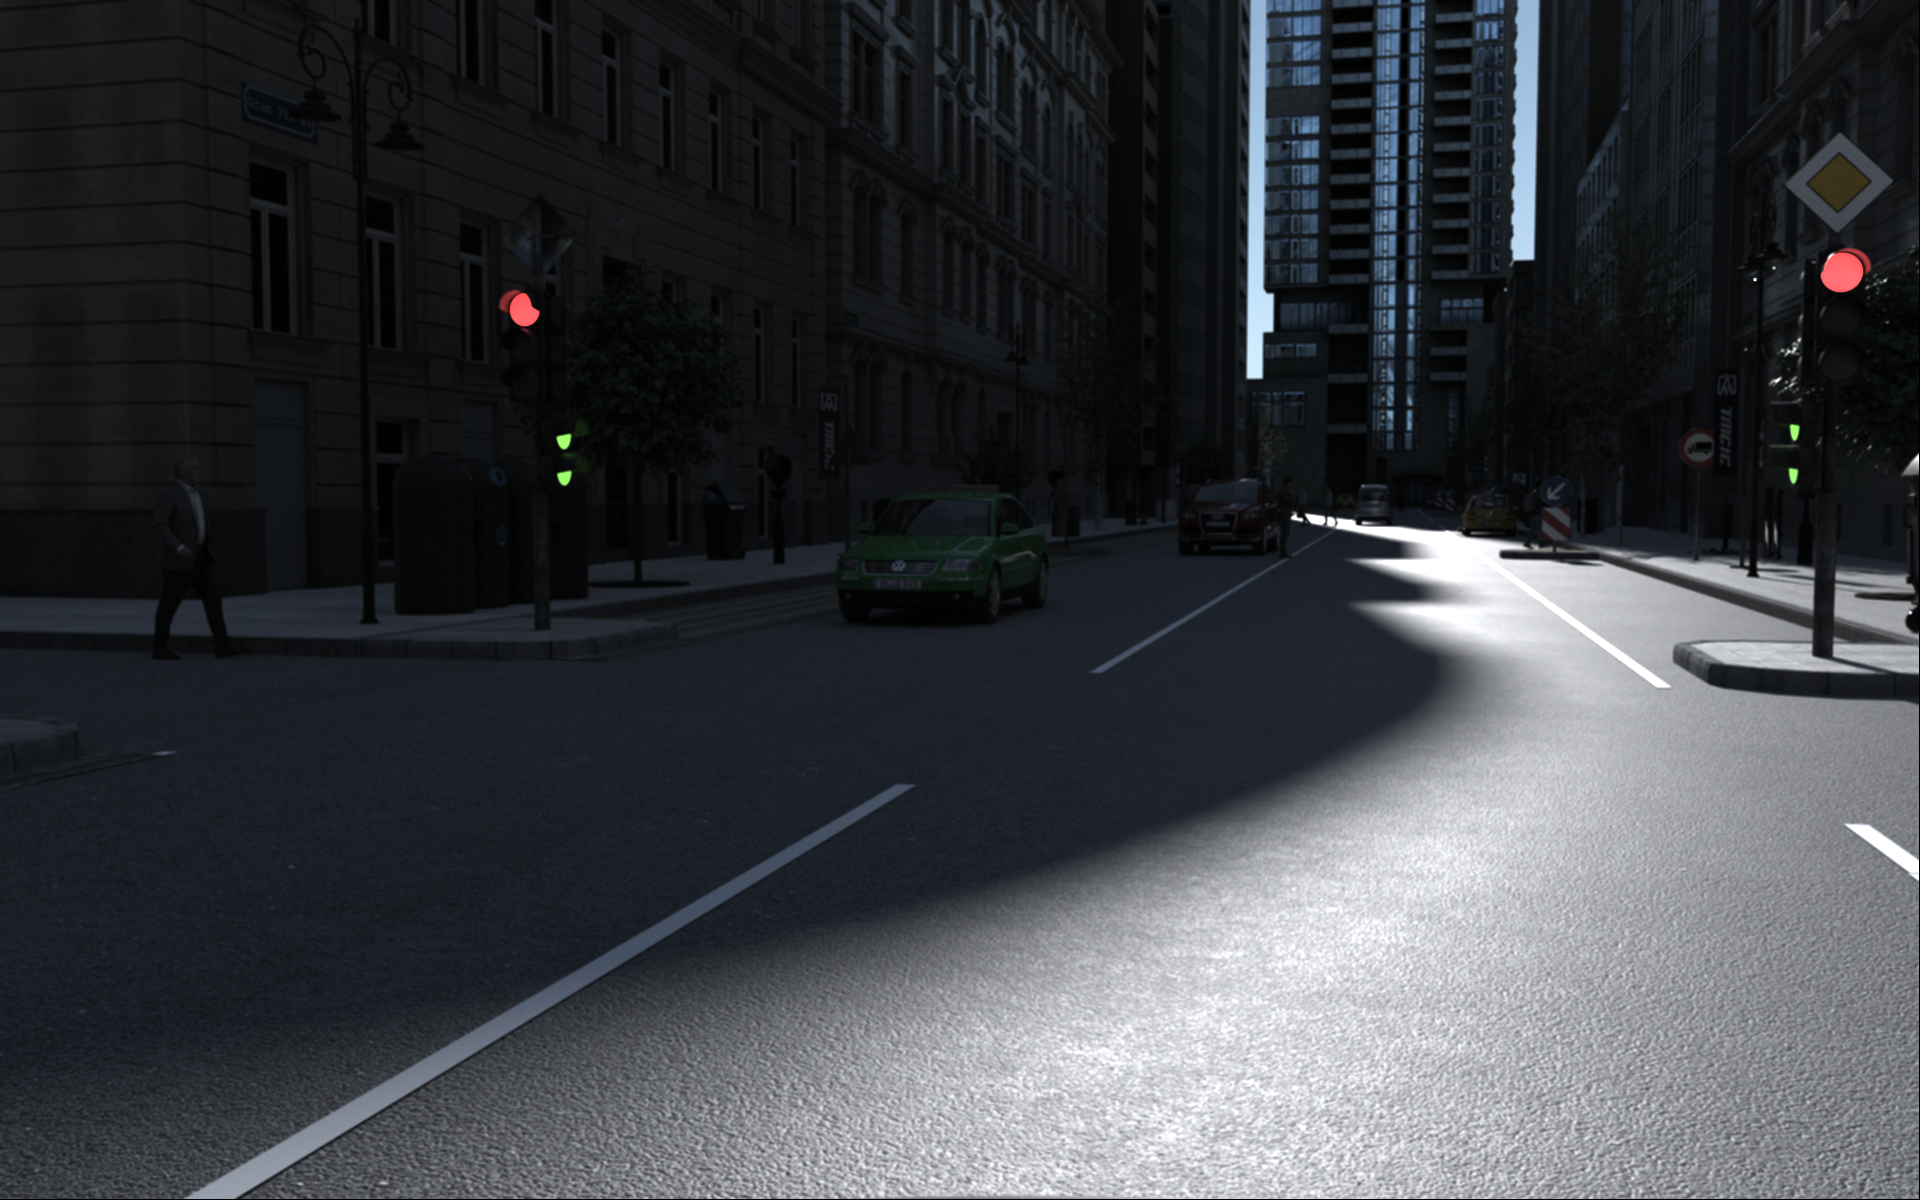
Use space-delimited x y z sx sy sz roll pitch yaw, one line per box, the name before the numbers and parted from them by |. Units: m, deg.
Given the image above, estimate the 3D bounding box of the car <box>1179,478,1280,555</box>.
car | 6.645 -2.063 42.405 2.281 1.827 5.304 1 4 16

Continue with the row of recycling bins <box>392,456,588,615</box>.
row of recycling bins | -5.388 -0.788 19.994 1.069 1.692 3.534 1 4 14

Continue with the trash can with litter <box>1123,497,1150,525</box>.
trash can with litter | 7.296 -3.680 71.554 1.055 1.170 0.624 0 4 -6

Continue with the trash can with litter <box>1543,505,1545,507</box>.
trash can with litter | 21.858 -3.235 64.281 1.055 1.170 0.624 1 4 18

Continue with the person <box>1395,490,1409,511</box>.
person | 36.649 -8.266 143.794 1.348 1.807 0.705 -1 4 -16

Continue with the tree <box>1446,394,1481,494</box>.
tree | 37.239 -10.689 125.134 4.737 8.622 4.395 0 3 0

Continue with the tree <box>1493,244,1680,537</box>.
tree | 18.487 -6.144 50.820 4.360 8.622 3.978 0 3 0

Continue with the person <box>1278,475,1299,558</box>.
person | 7.341 -1.860 38.714 0.447 1.846 0.655 1 4 12

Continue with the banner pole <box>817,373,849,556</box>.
banner pole | -2.564 -2.809 35.946 0.863 3.779 0.401 -2 4 -28

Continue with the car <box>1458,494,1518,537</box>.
car | 18.266 -3.035 59.847 2.015 1.641 3.980 1 4 14

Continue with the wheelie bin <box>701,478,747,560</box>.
wheelie bin | -4.628 -1.582 33.771 0.693 1.594 0.980 2 4 28

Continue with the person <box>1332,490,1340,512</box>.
person | 30.395 -8.049 140.822 0.721 1.735 1.217 -3 4 -38

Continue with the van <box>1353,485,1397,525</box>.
van | 19.363 -4.521 80.923 2.013 2.044 4.112 1 4 14

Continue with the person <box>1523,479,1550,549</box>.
person | 15.014 -2.234 45.017 0.713 1.824 0.794 2 4 30

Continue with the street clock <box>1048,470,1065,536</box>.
street clock | 2.929 -2.950 52.800 0.471 2.002 0.358 -2 4 -26

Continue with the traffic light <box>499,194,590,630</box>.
traffic light | -3.932 -1.672 16.252 0.839 4.253 0.868 1 4 14

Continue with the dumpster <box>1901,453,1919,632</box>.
dumpster | 9.228 -0.582 15.282 1.264 1.857 1.865 1 4 14

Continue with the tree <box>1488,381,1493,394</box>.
tree | 24.401 -7.498 72.948 4.360 8.622 3.978 0 3 0

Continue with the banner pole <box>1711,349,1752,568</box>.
banner pole | 13.450 -2.454 30.133 0.401 3.779 0.863 -2 4 -30

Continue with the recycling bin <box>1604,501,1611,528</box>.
recycling bin | 24.597 -3.312 66.713 0.722 1.027 0.722 0 4 4

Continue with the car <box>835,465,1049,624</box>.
car | -0.121 -0.729 20.708 1.959 1.807 4.718 1 4 14

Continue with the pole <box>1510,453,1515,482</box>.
pole | 27.399 -5.631 85.906 0.158 3.312 0.155 0 3 0

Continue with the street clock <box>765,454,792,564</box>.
street clock | -3.322 -1.662 31.747 0.471 2.002 0.358 -1 4 -14

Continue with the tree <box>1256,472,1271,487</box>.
tree | 24.624 -8.939 140.762 1.663 3.219 1.824 0 3 0

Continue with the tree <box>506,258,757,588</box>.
tree | -4.444 -2.476 24.200 4.285 4.588 4.351 0 3 0

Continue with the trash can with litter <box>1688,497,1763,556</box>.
trash can with litter | 16.562 -1.602 37.248 1.678 1.210 2.233 1 4 20

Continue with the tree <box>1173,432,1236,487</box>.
tree | 12.869 -6.618 91.923 4.285 4.588 4.351 0 3 0

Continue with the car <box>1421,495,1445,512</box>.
car | 38.987 -7.957 142.669 1.945 1.354 3.894 1 4 13

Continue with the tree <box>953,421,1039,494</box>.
tree | 0.899 -3.037 44.249 1.663 3.219 1.824 0 3 0

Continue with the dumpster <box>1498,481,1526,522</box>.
dumpster | 25.616 -4.564 80.388 1.264 1.857 1.865 1 4 14

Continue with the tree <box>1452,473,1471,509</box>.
tree | 44.157 -9.684 152.934 1.663 3.219 1.824 0 3 0

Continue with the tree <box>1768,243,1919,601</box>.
tree | 11.817 -2.297 21.263 4.285 4.588 4.351 0 3 0

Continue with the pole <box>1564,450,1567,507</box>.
pole | 27.916 -5.269 79.991 0.158 3.312 0.155 0 3 0

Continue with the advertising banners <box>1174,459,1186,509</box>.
advertising banners | 11.384 -5.507 86.227 2.074 3.025 0.090 -3 4 -37

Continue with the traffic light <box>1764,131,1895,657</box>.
traffic light | 6.801 -1.508 13.580 0.839 4.253 0.868 1 4 14

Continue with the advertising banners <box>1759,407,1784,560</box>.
advertising banners | 16.024 -2.330 34.280 0.090 3.025 2.074 1 4 13

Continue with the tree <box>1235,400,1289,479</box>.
tree | 23.403 -11.323 135.488 4.360 8.622 3.978 0 3 0

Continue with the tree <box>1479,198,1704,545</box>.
tree | 16.425 -5.692 43.420 4.737 8.622 4.395 0 3 0

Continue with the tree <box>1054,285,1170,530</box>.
tree | 5.151 -6.831 62.055 4.737 8.622 4.395 0 3 0

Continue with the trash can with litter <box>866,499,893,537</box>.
trash can with litter | -1.904 -1.904 42.523 0.624 1.170 1.055 1 4 16

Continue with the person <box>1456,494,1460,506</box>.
person | 47.649 -9.421 165.758 0.421 1.427 0.697 1 4 18

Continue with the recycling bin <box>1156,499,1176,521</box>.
recycling bin | 9.859 -4.297 82.805 0.722 1.027 0.722 -3 5 -40

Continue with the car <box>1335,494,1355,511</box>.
car | 33.470 -8.579 150.484 2.015 1.641 3.980 1 4 13

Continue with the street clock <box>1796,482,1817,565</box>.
street clock | 15.289 -1.634 31.290 0.358 2.002 0.471 -2 4 -29
